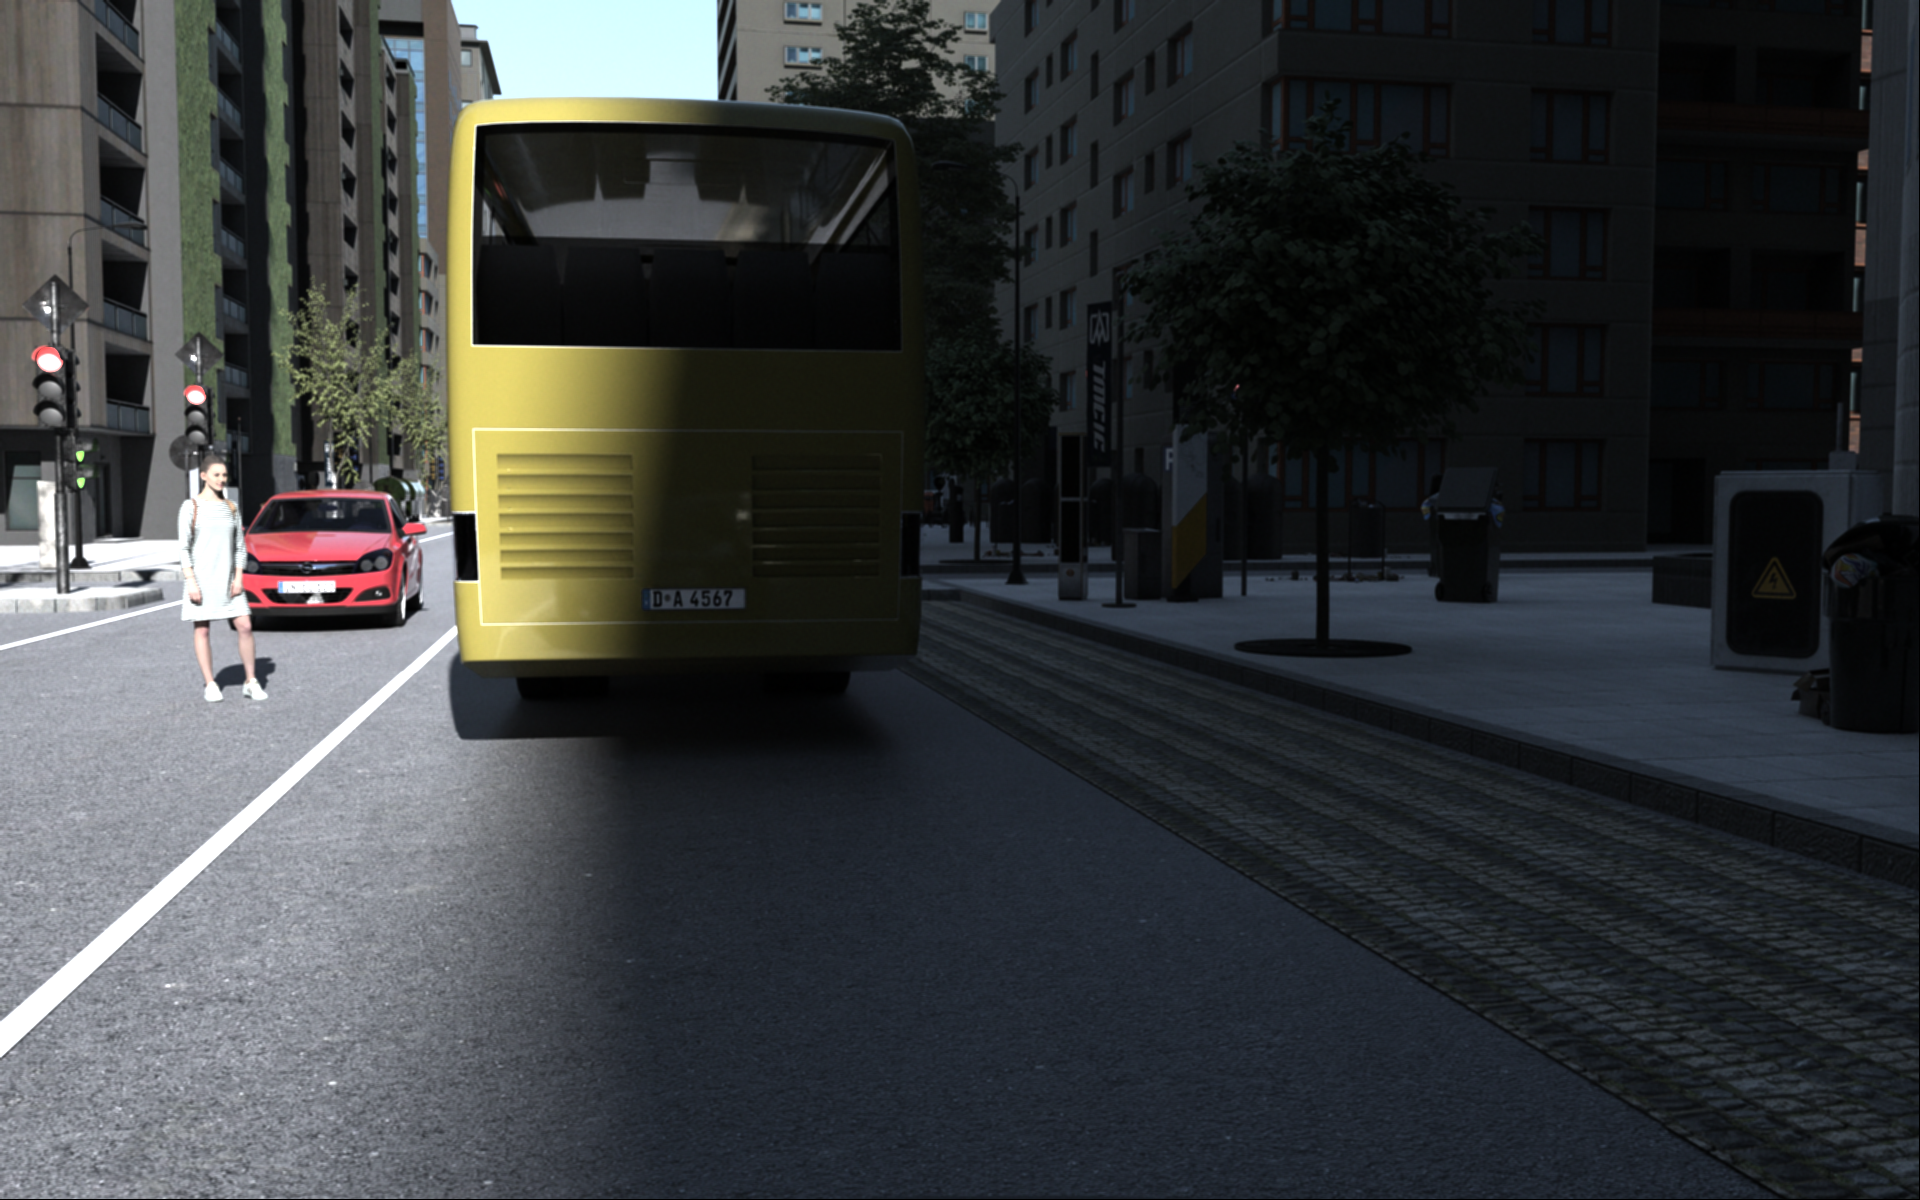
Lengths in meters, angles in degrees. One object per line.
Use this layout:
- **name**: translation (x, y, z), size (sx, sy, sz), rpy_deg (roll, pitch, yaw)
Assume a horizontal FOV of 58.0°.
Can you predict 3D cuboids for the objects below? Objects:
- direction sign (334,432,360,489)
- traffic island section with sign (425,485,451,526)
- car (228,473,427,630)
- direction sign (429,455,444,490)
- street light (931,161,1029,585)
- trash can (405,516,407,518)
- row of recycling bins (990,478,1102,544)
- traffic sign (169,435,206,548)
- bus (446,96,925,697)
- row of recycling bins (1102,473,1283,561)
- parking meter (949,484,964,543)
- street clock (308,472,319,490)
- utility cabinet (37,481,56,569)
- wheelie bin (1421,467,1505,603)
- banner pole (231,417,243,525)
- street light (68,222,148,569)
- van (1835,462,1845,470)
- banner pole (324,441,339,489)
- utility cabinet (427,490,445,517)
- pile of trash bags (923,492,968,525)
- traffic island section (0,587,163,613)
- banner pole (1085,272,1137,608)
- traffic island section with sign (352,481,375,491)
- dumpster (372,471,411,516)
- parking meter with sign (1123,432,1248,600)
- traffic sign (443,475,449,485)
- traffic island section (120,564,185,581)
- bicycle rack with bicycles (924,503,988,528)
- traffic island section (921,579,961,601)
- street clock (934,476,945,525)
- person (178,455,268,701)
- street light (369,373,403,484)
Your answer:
- **direction sign**: translation (-22.411, -4.363, 63.333), size (0.876, 3.537, 0.379), rpy_deg (-1, 4, -8)
- **traffic island section with sign**: translation (-22.906, -4.221, 77.645), size (1.989, 1.847, 2.006), rpy_deg (-1, 4, -12)
- **car**: translation (-7.192, -0.659, 19.808), size (2.155, 1.783, 4.494), rpy_deg (-1, 4, -13)
- **direction sign**: translation (-30.568, -6.682, 101.251), size (0.876, 3.537, 0.379), rpy_deg (1, 4, 9)
- **street light**: translation (0.279, -3.174, 24.443), size (1.470, 5.913, 1.316), rpy_deg (-1, 4, -12)
- **trash can**: translation (-28.408, -4.670, 88.003), size (0.748, 1.137, 0.748), rpy_deg (0, 3, 0)
- **row of recycling bins**: translation (2.453, -2.331, 45.223), size (3.534, 1.692, 1.069), rpy_deg (1, 4, 20)
- **traffic sign**: translation (-16.625, -2.275, 37.299), size (0.768, 2.556, 0.104), rpy_deg (0, 4, -4)
- **bus**: translation (-2.465, -1.444, 15.162), size (2.896, 3.916, 12.252), rpy_deg (-1, 4, -10)
- **row of recycling bins**: translation (4.657, -1.622, 33.632), size (3.534, 1.692, 1.069), rpy_deg (-1, 4, -19)
- **parking meter**: translation (-0.096, -2.284, 45.749), size (0.372, 1.533, 0.369), rpy_deg (0, 3, 0)
- **street clock**: translation (-20.875, -3.145, 55.997), size (0.358, 2.002, 0.471), rpy_deg (0, 4, -5)
- **utility cabinet**: translation (-15.640, -1.297, 29.882), size (0.318, 1.500, 1.173), rpy_deg (-1, 4, -21)
- **wheelie bin**: translation (6.067, -0.782, 20.686), size (0.980, 1.594, 0.693), rpy_deg (3, 4, 36)
- **banner pole**: translation (-23.654, -4.077, 56.683), size (0.401, 3.779, 0.863), rpy_deg (-3, 5, -45)
- **street light**: translation (-14.571, -3.492, 29.631), size (1.470, 5.913, 1.316), rpy_deg (-1, 4, -12)
- **van**: translation (16.384, -1.541, 32.209), size (4.112, 2.044, 2.013), rpy_deg (-1, 4, -12)
- **banner pole**: translation (-25.971, -5.000, 71.767), size (0.401, 3.779, 0.863), rpy_deg (2, 4, 34)
- **utility cabinet**: translation (-28.487, -5.242, 94.392), size (0.318, 1.500, 1.173), rpy_deg (3, 4, 37)
- **pile of trash bags**: translation (-0.884, -3.913, 73.728), size (1.912, 1.369, 3.447), rpy_deg (1, 4, 16)
- **traffic island section**: translation (-11.580, -0.003, 22.335), size (2.009, 0.180, 2.903), rpy_deg (-1, 4, -12)
- **banner pole**: translation (1.687, -1.822, 19.811), size (0.401, 3.779, 0.863), rpy_deg (-2, 4, -32)
- **traffic island section with sign**: translation (-17.327, -2.553, 50.363), size (1.989, 1.847, 2.006), rpy_deg (-1, 4, -12)
- **dumpster**: translation (-24.003, -4.304, 72.856), size (1.502, 2.255, 1.985), rpy_deg (-1, 4, -11)
- **parking meter with sign**: translation (2.851, -1.536, 21.376), size (1.738, 3.016, 0.543), rpy_deg (-2, 4, -28)
- **traffic sign**: translation (-30.453, -6.330, 103.504), size (0.884, 2.594, 0.081), rpy_deg (0, 4, -6)
- **traffic island section**: translation (-13.179, -0.482, 30.159), size (2.009, 0.180, 2.903), rpy_deg (-1, 4, -12)
- **bicycle rack with bicycles**: translation (-0.142, -3.229, 66.179), size (2.852, 0.926, 2.925), rpy_deg (-1, 4, -15)
- **traffic island section**: translation (-1.250, -0.132, 24.434), size (2.009, 0.180, 2.903), rpy_deg (-1, 4, -12)
- **street clock**: translation (-0.842, -4.073, 71.168), size (0.471, 2.002, 0.358), rpy_deg (0, 4, 3)
- **person**: translation (-5.172, -0.155, 12.033), size (0.522, 1.701, 0.512), rpy_deg (3, 5, 41)
- **street light**: translation (-22.135, -5.758, 66.690), size (1.470, 5.913, 1.316), rpy_deg (-1, 4, -12)
